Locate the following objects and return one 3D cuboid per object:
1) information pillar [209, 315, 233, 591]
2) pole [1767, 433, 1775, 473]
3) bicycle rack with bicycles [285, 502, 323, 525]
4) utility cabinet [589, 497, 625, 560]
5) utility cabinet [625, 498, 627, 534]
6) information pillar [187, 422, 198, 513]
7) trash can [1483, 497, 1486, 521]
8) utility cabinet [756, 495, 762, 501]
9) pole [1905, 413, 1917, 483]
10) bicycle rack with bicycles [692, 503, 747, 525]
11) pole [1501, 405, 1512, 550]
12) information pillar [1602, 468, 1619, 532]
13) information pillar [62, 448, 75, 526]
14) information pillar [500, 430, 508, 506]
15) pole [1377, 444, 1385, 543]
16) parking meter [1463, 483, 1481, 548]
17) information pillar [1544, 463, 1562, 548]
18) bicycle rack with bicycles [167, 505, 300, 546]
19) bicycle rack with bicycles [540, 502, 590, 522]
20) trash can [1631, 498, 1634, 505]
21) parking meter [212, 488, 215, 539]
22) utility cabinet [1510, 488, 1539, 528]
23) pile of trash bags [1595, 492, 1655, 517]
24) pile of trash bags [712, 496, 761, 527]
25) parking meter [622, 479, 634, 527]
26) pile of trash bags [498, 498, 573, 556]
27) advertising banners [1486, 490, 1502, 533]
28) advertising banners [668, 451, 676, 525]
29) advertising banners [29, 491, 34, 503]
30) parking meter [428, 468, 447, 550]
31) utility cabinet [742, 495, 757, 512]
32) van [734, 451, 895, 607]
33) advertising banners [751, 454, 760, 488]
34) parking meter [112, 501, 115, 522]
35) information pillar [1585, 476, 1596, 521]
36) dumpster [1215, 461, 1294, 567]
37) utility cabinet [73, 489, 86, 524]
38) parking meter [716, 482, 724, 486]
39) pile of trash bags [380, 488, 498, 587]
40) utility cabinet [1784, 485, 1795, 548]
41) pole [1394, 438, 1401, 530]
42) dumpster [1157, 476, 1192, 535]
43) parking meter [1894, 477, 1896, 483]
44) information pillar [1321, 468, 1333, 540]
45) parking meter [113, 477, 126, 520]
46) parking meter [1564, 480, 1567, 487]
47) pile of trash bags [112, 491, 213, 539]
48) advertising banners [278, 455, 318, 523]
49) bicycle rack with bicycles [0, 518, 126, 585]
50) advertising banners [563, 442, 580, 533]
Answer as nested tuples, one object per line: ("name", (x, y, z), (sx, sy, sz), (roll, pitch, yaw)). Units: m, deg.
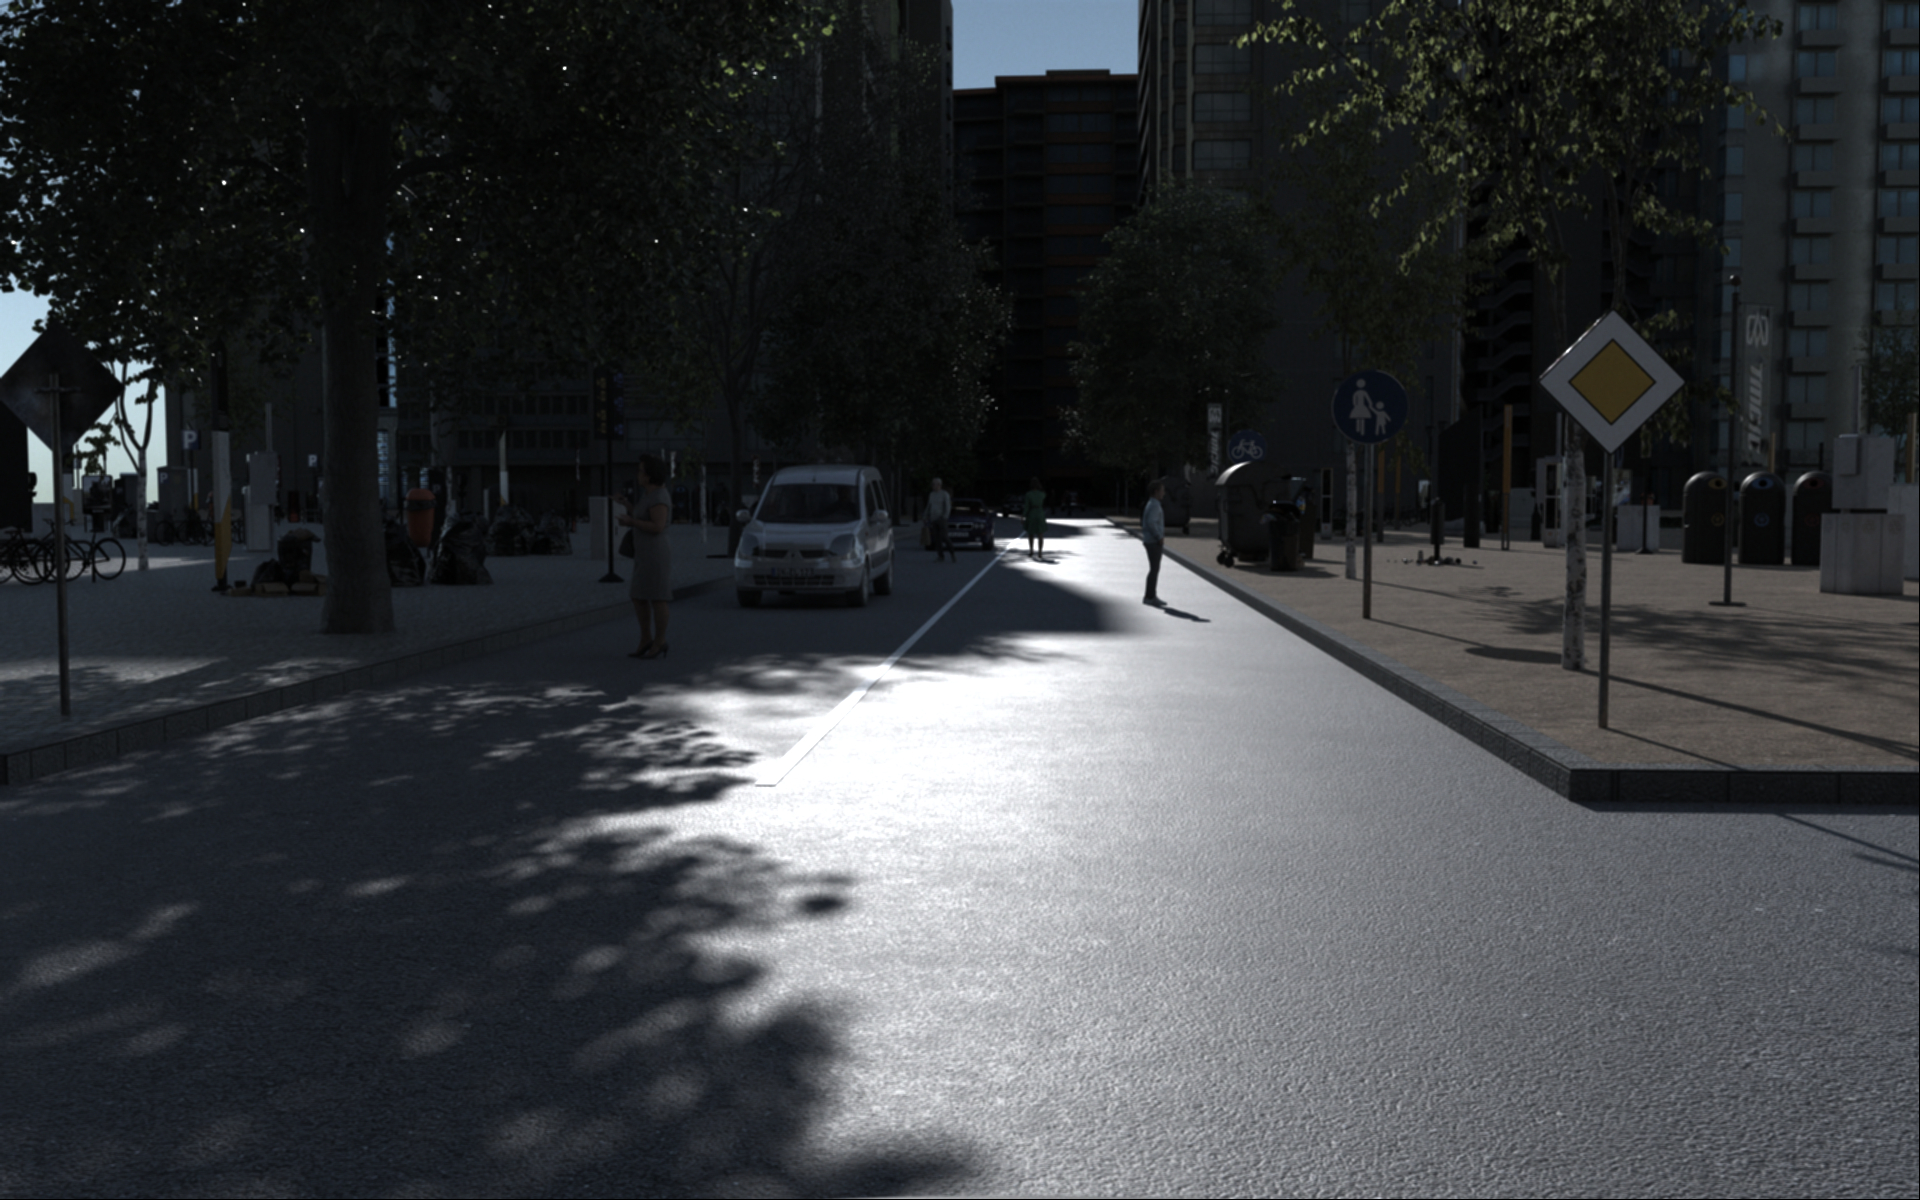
("information pillar", (-9.803, -1.933, 22.966), (0.183, 3.616, 0.504), (0, 4, -8))
("pole", (26.916, -3.895, 57.518), (0.158, 3.312, 0.155), (0, 3, 0))
("bicycle rack with bicycles", (-31.578, -4.099, 80.398), (2.852, 0.926, 2.925), (2, 4, 27))
("utility cabinet", (-6.993, -1.413, 34.270), (0.306, 1.237, 1.020), (0, 4, 8))
("utility cabinet", (-8.054, -1.744, 39.678), (1.020, 1.237, 0.306), (3, 5, 40))
("information pillar", (-24.990, -3.978, 56.392), (0.504, 3.616, 0.183), (3, 5, 41))
("trash can", (25.019, -4.304, 82.027), (0.748, 1.137, 0.748), (0, 3, 0))
("utility cabinet", (-7.686, -3.642, 70.712), (1.020, 1.237, 0.306), (0, 4, 2))
("pole", (23.883, -3.040, 43.541), (0.158, 3.312, 0.155), (0, 3, 0))
("bicycle rack with bicycles", (-10.034, -3.597, 72.198), (2.852, 0.926, 2.925), (0, 4, -2))
("pole", (12.514, -2.800, 39.630), (0.158, 3.312, 0.155), (0, 3, 0))
("information pillar", (18.523, -2.741, 49.307), (0.304, 2.012, 0.304), (-1, 4, -12))
("information pillar", (-36.265, -4.828, 70.289), (0.504, 3.616, 0.183), (-2, 4, -31))
("information pillar", (-16.683, -4.406, 63.396), (0.183, 3.616, 0.504), (-3, 5, -41))
("pole", (11.138, -3.179, 45.823), (0.158, 3.312, 0.155), (0, 3, 0))
("parking meter", (12.263, -2.022, 41.475), (0.372, 1.533, 0.369), (0, 3, 0))
("information pillar", (14.130, -2.250, 41.273), (0.304, 2.012, 0.304), (3, 4, 39))
("bicycle rack with bicycles", (-18.770, -1.846, 43.571), (2.852, 0.926, 2.925), (3, 5, 42))
("bicycle rack with bicycles", (-18.034, -4.086, 80.192), (2.925, 0.926, 2.852), (2, 4, 27))
("trash can", (27.270, -3.633, 71.058), (0.748, 1.137, 0.748), (0, 3, 0))
("parking meter", (-20.987, -2.491, 49.142), (0.372, 1.533, 0.369), (0, 3, 0))
("utility cabinet", (21.231, -3.460, 65.242), (0.318, 1.500, 1.173), (-2, 4, -35))
("pile of trash bags", (28.549, -4.013, 75.369), (3.447, 1.369, 1.912), (0, 4, -8))
("pile of trash bags", (-8.261, -3.579, 68.263), (1.912, 1.369, 3.447), (-3, 5, -39))
("parking meter", (-12.892, -3.768, 67.324), (0.399, 1.863, 0.255), (-3, 5, -43))
("pile of trash bags", (-9.929, -1.611, 36.095), (1.912, 1.369, 3.447), (3, 5, 43))
("advertising banners", (16.691, -3.682, 56.396), (2.074, 3.025, 0.090), (-1, 4, -11))
("advertising banners", (-12.139, -4.601, 71.418), (0.090, 3.025, 2.074), (-2, 4, -35))
("advertising banners", (-38.853, -4.545, 70.499), (0.090, 3.025, 2.074), (3, 5, 43))
("parking meter", (-11.917, -2.070, 39.551), (0.399, 1.863, 0.255), (-1, 4, -10))
("utility cabinet", (-9.941, -4.268, 80.951), (1.020, 1.237, 0.306), (2, 4, 26))
("van", (-1.896, -0.999, 23.346), (2.013, 2.044, 4.112), (0, 4, 5))
("advertising banners", (-8.479, -4.935, 76.876), (0.090, 3.025, 2.074), (3, 5, 43))
("parking meter", (-39.209, -4.405, 80.439), (0.372, 1.533, 0.369), (0, 3, 0))
("information pillar", (25.996, -4.094, 71.426), (0.304, 2.012, 0.304), (-3, 5, -43))
("dumpster", (5.252, -1.537, 30.889), (1.264, 1.857, 1.865), (0, 4, 3))
("utility cabinet", (-37.152, -3.894, 72.349), (0.318, 1.500, 1.173), (2, 4, 29))
("parking meter", (-11.588, -4.761, 83.545), (0.399, 1.863, 0.255), (-1, 4, -13))
("pile of trash bags", (-7.975, -0.968, 25.582), (1.912, 1.369, 3.447), (-1, 4, -19))
("utility cabinet", (20.068, -1.970, 40.882), (1.173, 1.500, 0.318), (-1, 4, -15))
("pole", (15.656, -4.164, 61.926), (0.158, 3.312, 0.155), (0, 3, 0))
("dumpster", (6.722, -3.011, 54.989), (1.264, 1.857, 1.865), (0, 4, 4))
("parking meter", (31.531, -3.239, 58.667), (0.255, 1.863, 0.399), (3, 4, 36))
("information pillar", (10.368, -2.719, 48.951), (0.304, 2.012, 0.304), (1, 4, 17))
("parking meter", (-29.185, -3.329, 60.137), (0.399, 1.863, 0.255), (-2, 4, -26))
("parking meter", (24.080, -3.871, 69.002), (0.399, 1.863, 0.255), (-1, 4, -9))
("pile of trash bags", (-23.135, -2.538, 51.250), (1.912, 1.369, 3.447), (2, 4, 27))
("advertising banners", (-29.998, -5.004, 78.009), (2.074, 3.025, 0.090), (-1, 4, -13))
("bicycle rack with bicycles", (-13.630, -0.718, 25.117), (2.852, 0.926, 2.925), (3, 5, 43))
("advertising banners", (-12.876, -3.753, 57.548), (0.090, 3.025, 2.074), (0, 4, 2))
